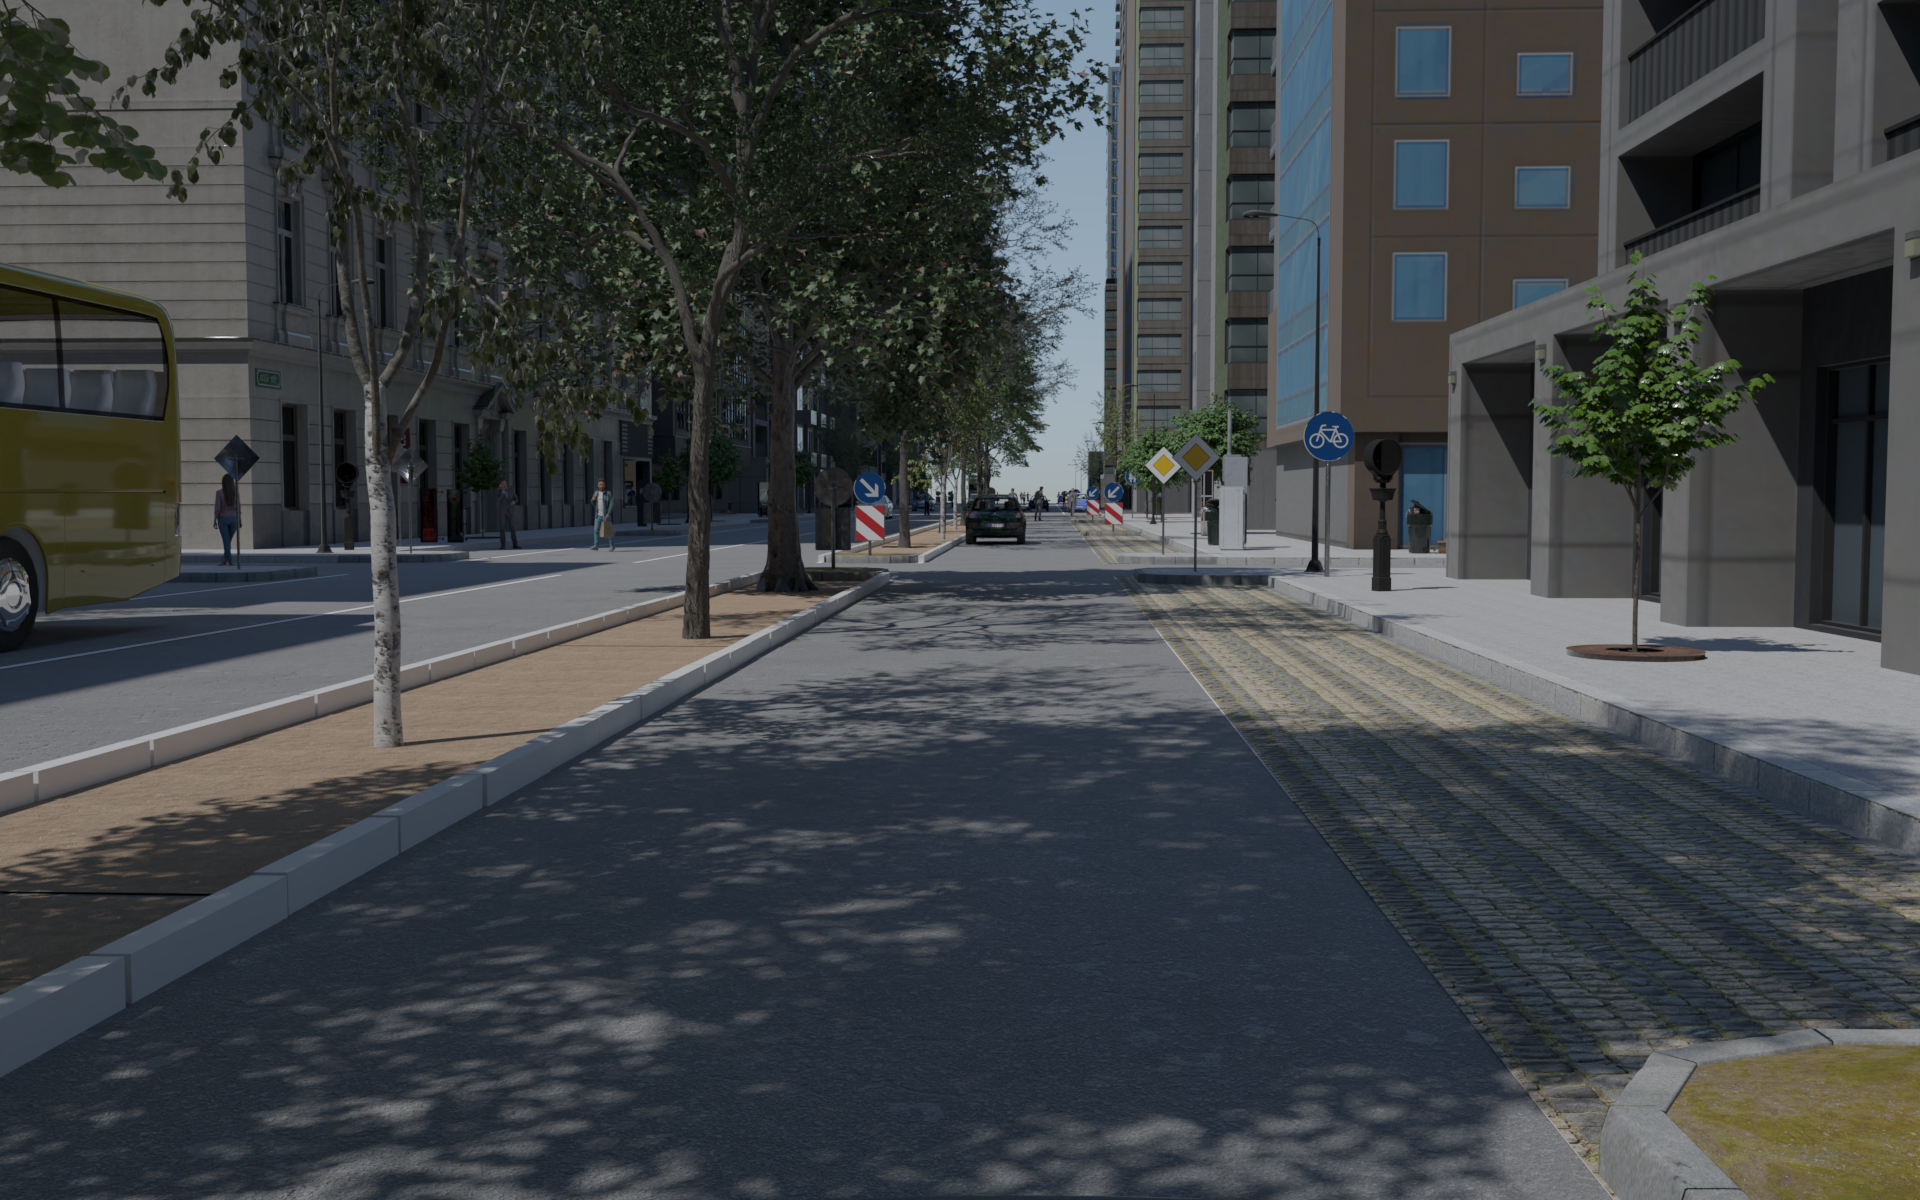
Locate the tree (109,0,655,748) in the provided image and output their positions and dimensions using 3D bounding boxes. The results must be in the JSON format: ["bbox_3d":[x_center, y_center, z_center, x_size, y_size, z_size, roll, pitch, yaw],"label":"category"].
[{"bbox_3d":[-3.225,-3.454,9.287,4.360,8.622,3.978,0,3,0],"label":"tree"}]

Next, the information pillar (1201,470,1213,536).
[{"bbox_3d":[7.557,-2.967,52.998,0.304,2.012,0.304,0,4,-8],"label":"information pillar"}]

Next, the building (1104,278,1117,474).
[{"bbox_3d":[26.222,-28.129,231.616,14.160,30.474,14.107,0,4,3],"label":"building"}]

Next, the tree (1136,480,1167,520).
[{"bbox_3d":[9.964,-5.652,87.018,1.663,3.219,1.824,0,3,0],"label":"tree"}]

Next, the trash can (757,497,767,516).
[{"bbox_3d":[-11.285,-5.358,99.249,0.748,1.137,0.748,0,3,0],"label":"trash can"}]

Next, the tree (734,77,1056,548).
[{"bbox_3d":[-1.499,-8.126,45.682,12.009,13.543,11.850,0,3,0],"label":"tree"}]

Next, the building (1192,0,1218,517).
[{"bbox_3d":[23.647,-33.869,95.754,21.231,58.520,28.212,0,4,3],"label":"building"}]

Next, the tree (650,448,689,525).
[{"bbox_3d":[-12.040,-4.757,72.379,1.663,3.219,1.824,0,3,0],"label":"tree"}]

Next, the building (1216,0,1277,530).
[{"bbox_3d":[16.867,-18.092,67.509,14.160,30.474,14.107,0,4,3],"label":"building"}]

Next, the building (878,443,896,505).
[{"bbox_3d":[-15.200,-26.524,205.364,14.160,30.474,14.107,0,4,3],"label":"building"}]

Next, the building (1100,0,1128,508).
[{"bbox_3d":[27.913,-47.353,212.470,20.563,71.187,20.611,0,4,3],"label":"building"}]

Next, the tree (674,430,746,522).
[{"bbox_3d":[-11.719,-5.971,81.336,4.285,4.588,4.351,0,3,0],"label":"tree"}]

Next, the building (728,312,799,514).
[{"bbox_3d":[-22.373,-41.846,122.441,20.563,71.187,20.611,0,4,3],"label":"building"}]

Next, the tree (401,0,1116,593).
[{"bbox_3d":[-2.598,-6.458,25.058,9.611,12.733,9.660,0,3,0],"label":"tree"}]

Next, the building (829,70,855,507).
[{"bbox_3d":[-19.993,-33.750,175.518,21.300,48.544,21.600,0,4,3],"label":"building"}]

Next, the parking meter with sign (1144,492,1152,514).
[{"bbox_3d":[12.360,-6.969,110.197,0.543,3.016,1.738,-2,4,-31],"label":"parking meter with sign"}]

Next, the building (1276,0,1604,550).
[{"bbox_3d":[16.089,-24.134,44.709,14.200,45.320,14.600,0,4,3],"label":"building"}]

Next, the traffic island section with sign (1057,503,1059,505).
[{"bbox_3d":[10.414,-9.474,163.525,1.989,1.847,2.006,0,4,3],"label":"traffic island section with sign"}]

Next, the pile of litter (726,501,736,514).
[{"bbox_3d":[-14.881,-5.881,110.112,1.176,0.858,1.719,-2,4,-34],"label":"pile of litter"}]

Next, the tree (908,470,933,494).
[{"bbox_3d":[-4.987,-14.090,214.087,4.285,4.588,4.351,0,3,0],"label":"tree"}]

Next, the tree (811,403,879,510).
[{"bbox_3d":[-9.081,-11.051,131.039,4.360,8.622,3.978,0,3,0],"label":"tree"}]

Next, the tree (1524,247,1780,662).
[{"bbox_3d":[5.343,-1.172,13.760,1.663,3.219,1.824,0,3,0],"label":"tree"}]

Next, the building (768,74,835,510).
[{"bbox_3d":[-22.905,-32.418,149.638,23.786,49.044,30.456,0,4,3],"label":"building"}]

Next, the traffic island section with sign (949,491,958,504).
[{"bbox_3d":[-1.361,-14.525,246.106,1.989,1.847,2.006,0,4,3],"label":"traffic island section with sign"}]

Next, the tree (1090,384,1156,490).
[{"bbox_3d":[10.597,-10.076,115.099,4.737,8.622,4.395,0,3,0],"label":"tree"}]

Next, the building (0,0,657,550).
[{"bbox_3d":[-23.127,-17.398,60.879,17.030,29.872,44.131,0,4,3],"label":"building"}]

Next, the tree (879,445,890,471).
[{"bbox_3d":[-8.558,-11.663,141.059,4.360,8.622,3.978,0,3,0],"label":"tree"}]

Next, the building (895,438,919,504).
[{"bbox_3d":[-16.844,-41.859,226.390,21.231,58.520,28.212,0,4,3],"label":"building"}]

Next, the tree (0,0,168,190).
[{"bbox_3d":[-3.498,-5.046,3.093,7.486,12.596,7.792,0,3,0],"label":"tree"}]

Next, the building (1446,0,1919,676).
[{"bbox_3d":[17.184,-35.204,13.843,20.563,71.187,20.611,0,4,3],"label":"building"}]

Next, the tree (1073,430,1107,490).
[{"bbox_3d":[15.204,-15.201,198.894,4.360,8.622,3.978,0,3,0],"label":"tree"}]

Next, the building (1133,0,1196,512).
[{"bbox_3d":[19.910,-27.205,128.403,14.154,41.232,14.086,0,4,3],"label":"building"}]

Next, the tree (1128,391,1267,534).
[{"bbox_3d":[8.200,-4.392,55.516,4.285,4.588,4.351,0,3,0],"label":"tree"}]

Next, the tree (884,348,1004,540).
[{"bbox_3d":[-0.565,-6.204,54.252,4.737,8.622,4.395,0,3,0],"label":"tree"}]

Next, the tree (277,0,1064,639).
[{"bbox_3d":[-2.642,-4.866,16.425,8.767,10.594,7.601,0,4,3],"label":"tree"}]

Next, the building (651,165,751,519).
[{"bbox_3d":[-20.477,-18.452,95.196,14.314,27.812,24.014,0,4,3],"label":"building"}]

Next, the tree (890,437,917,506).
[{"bbox_3d":[-6.548,-14.351,184.993,4.360,8.622,3.978,0,3,0],"label":"tree"}]

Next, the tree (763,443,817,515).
[{"bbox_3d":[-10.505,-7.557,107.269,4.285,4.588,4.351,0,3,0],"label":"tree"}]

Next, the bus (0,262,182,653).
[{"bbox_3d":[-9.822,-1.300,12.794,2.896,3.916,12.252,0,4,1],"label":"bus"}]

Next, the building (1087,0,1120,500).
[{"bbox_3d":[30.307,-57.495,252.714,22.319,86.520,31.000,0,4,3],"label":"building"}]

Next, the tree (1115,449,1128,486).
[{"bbox_3d":[9.185,-5.795,78.458,4.285,4.588,4.351,0,3,0],"label":"tree"}]

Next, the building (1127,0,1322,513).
[{"bbox_3d":[20.855,-30.111,142.418,14.600,45.320,14.200,0,4,3],"label":"building"}]

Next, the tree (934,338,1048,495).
[{"bbox_3d":[1.541,-10.455,99.159,9.928,11.665,9.643,0,3,0],"label":"tree"}]

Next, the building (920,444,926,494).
[{"bbox_3d":[-16.347,-38.401,251.560,21.300,48.544,21.600,0,4,3],"label":"building"}]

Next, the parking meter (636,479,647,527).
[{"bbox_3d":[-12.544,-3.821,68.192,0.399,1.863,0.255,-1,4,-17],"label":"parking meter"}]

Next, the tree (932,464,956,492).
[{"bbox_3d":[-2.568,-18.986,260.783,4.360,8.622,3.978,0,3,0],"label":"tree"}]

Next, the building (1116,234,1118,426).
[{"bbox_3d":[23.310,-32.252,177.432,14.600,45.320,14.200,0,4,3],"label":"building"}]

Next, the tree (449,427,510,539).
[{"bbox_3d":[-13.892,-3.381,49.886,1.663,3.219,1.824,0,3,0],"label":"tree"}]

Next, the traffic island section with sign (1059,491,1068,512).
[{"bbox_3d":[9.046,-7.827,136.604,1.989,1.847,2.006,0,4,3],"label":"traffic island section with sign"}]
